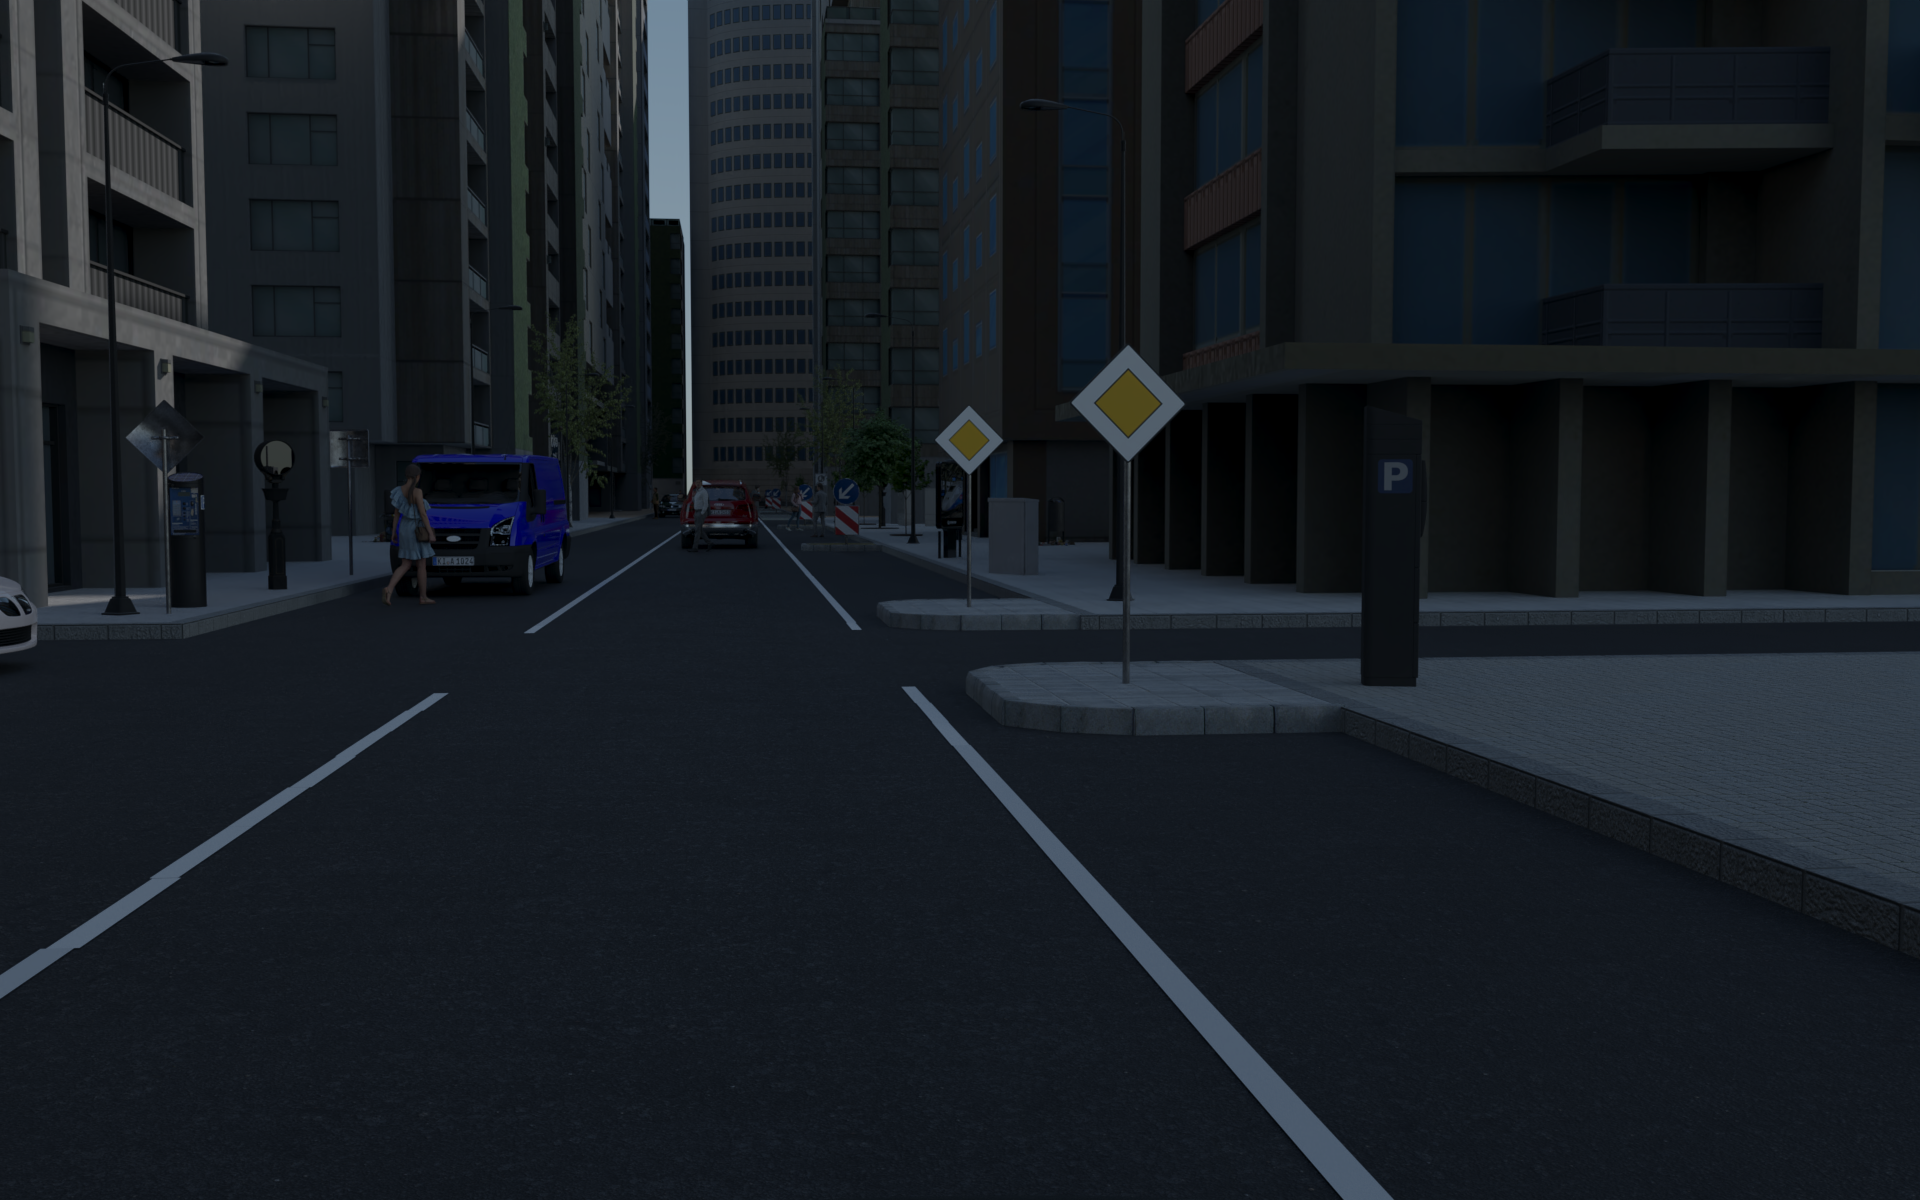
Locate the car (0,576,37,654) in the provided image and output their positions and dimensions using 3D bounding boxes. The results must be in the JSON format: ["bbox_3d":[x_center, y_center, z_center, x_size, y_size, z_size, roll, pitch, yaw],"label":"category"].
[{"bbox_3d":[-9.934,-0.078,13.639,4.827,1.381,2.083,0,4,-7],"label":"car"}]

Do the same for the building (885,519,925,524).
[{"bbox_3d":[3.125,-18.916,80.977,14.160,30.474,14.107,0,4,-7],"label":"building"}]

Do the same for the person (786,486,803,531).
[{"bbox_3d":[-6.458,-3.578,67.586,0.643,1.750,0.593,1,4,22],"label":"person"}]

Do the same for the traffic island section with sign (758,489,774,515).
[{"bbox_3d":[-12.985,-6.887,121.222,1.989,1.847,2.006,0,4,-7],"label":"traffic island section with sign"}]

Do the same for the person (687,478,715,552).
[{"bbox_3d":[-6.440,-2.098,42.897,0.850,1.850,0.679,-3,5,-40],"label":"person"}]

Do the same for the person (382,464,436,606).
[{"bbox_3d":[-7.031,-0.834,22.224,0.616,1.811,0.778,2,4,33],"label":"person"}]

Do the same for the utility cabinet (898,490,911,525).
[{"bbox_3d":[-2.269,-3.774,70.388,0.318,1.500,1.173,-1,4,-15],"label":"utility cabinet"}]

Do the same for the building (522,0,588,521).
[{"bbox_3d":[-24.974,-18.819,79.388,14.160,30.474,14.107,0,4,-7],"label":"building"}]

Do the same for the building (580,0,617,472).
[{"bbox_3d":[-35.450,-31.509,104.410,28.713,52.752,27.495,0,4,-7],"label":"building"}]

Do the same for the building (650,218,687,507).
[{"bbox_3d":[-36.043,-25.133,182.623,14.107,30.474,14.160,0,4,-7],"label":"building"}]

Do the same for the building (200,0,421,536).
[{"bbox_3d":[-22.353,-22.848,57.159,14.154,41.232,14.086,0,4,-7],"label":"building"}]

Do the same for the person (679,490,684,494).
[{"bbox_3d":[-22.569,-8.057,140.674,0.683,1.767,0.568,-1,4,-17],"label":"person"}]

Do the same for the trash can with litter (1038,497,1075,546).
[{"bbox_3d":[2.047,-1.980,43.430,2.233,1.210,1.678,-3,4,-39],"label":"trash can with litter"}]

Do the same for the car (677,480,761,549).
[{"bbox_3d":[-6.563,-2.357,47.217,2.281,1.827,5.304,0,4,-8],"label":"car"}]

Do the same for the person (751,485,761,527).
[{"bbox_3d":[-8.862,-4.105,75.422,0.447,1.846,0.655,-2,4,-26],"label":"person"}]

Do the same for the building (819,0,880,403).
[{"bbox_3d":[3.635,-32.985,128.541,28.713,52.752,27.495,0,4,-7],"label":"building"}]

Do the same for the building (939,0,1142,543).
[{"bbox_3d":[7.036,-24.568,51.793,14.600,45.320,14.200,0,4,-7],"label":"building"}]

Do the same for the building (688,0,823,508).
[{"bbox_3d":[-15.157,-39.554,188.712,28.212,58.520,21.231,0,4,-7],"label":"building"}]

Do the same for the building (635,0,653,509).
[{"bbox_3d":[-41.981,-37.412,153.687,28.212,58.520,21.231,0,4,-7],"label":"building"}]

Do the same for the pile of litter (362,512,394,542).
[{"bbox_3d":[-15.140,-1.983,46.387,1.719,0.858,1.176,1,4,23],"label":"pile of litter"}]

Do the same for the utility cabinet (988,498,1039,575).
[{"bbox_3d":[0.859,-1.015,27.759,0.306,1.237,1.020,-2,4,-33],"label":"utility cabinet"}]

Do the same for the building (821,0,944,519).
[{"bbox_3d":[-1.631,-20.544,107.602,14.160,30.474,14.107,0,4,-7],"label":"building"}]

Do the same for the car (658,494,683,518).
[{"bbox_3d":[-17.613,-5.918,106.540,2.009,1.686,4.222,0,4,-6],"label":"car"}]

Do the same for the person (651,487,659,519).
[{"bbox_3d":[-17.548,-5.573,99.718,0.705,1.812,1.348,-1,4,-23],"label":"person"}]

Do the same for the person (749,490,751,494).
[{"bbox_3d":[-17.639,-8.380,146.068,0.434,1.755,0.990,2,4,34],"label":"person"}]

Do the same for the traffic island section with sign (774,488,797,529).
[{"bbox_3d":[-6.496,-3.818,71.045,1.989,1.847,2.006,0,4,-7],"label":"traffic island section with sign"}]

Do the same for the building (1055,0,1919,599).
[{"bbox_3d":[16.641,-23.014,30.906,28.867,44.769,22.147,0,4,-7],"label":"building"}]

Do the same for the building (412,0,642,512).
[{"bbox_3d":[-31.030,-27.106,126.772,14.154,41.232,14.086,0,4,-7],"label":"building"}]

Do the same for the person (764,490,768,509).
[{"bbox_3d":[-17.886,-9.287,160.297,0.705,1.831,1.348,1,4,13],"label":"person"}]

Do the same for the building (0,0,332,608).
[{"bbox_3d":[-21.763,-35.933,25.751,20.563,71.187,20.611,0,4,-7],"label":"building"}]

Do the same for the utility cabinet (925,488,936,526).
[{"bbox_3d":[-0.807,-3.671,68.694,1.173,1.500,0.318,0,4,-1],"label":"utility cabinet"}]

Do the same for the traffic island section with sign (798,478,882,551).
[{"bbox_3d":[-3.058,-2.182,44.309,1.989,1.847,2.006,0,4,-7],"label":"traffic island section with sign"}]

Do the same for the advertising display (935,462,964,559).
[{"bbox_3d":[-0.202,-1.810,34.815,0.123,1.923,0.974,2,4,29],"label":"advertising display"}]

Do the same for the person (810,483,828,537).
[{"bbox_3d":[-4.727,-2.997,57.701,0.583,1.804,0.606,2,4,34],"label":"person"}]
